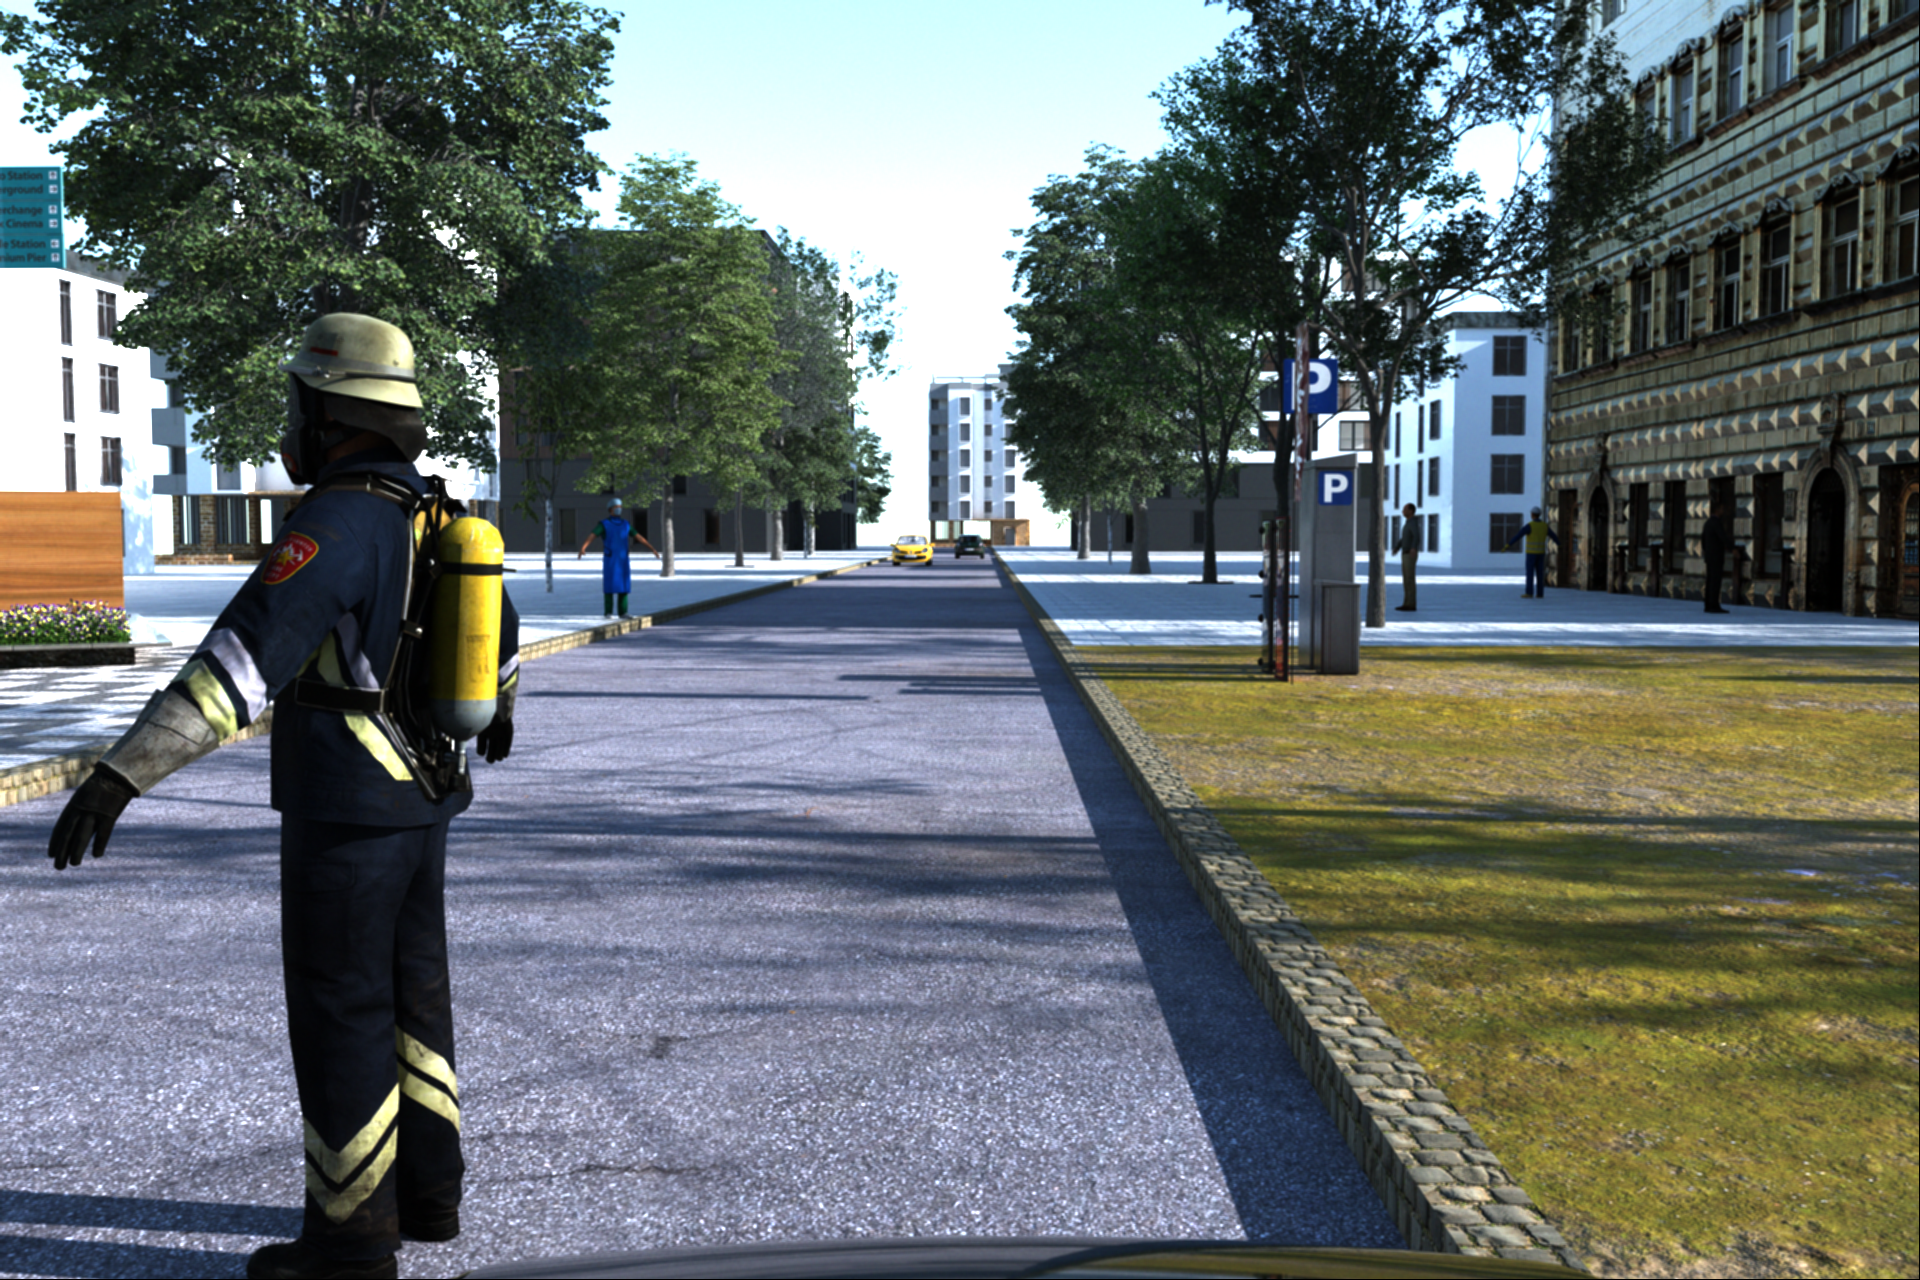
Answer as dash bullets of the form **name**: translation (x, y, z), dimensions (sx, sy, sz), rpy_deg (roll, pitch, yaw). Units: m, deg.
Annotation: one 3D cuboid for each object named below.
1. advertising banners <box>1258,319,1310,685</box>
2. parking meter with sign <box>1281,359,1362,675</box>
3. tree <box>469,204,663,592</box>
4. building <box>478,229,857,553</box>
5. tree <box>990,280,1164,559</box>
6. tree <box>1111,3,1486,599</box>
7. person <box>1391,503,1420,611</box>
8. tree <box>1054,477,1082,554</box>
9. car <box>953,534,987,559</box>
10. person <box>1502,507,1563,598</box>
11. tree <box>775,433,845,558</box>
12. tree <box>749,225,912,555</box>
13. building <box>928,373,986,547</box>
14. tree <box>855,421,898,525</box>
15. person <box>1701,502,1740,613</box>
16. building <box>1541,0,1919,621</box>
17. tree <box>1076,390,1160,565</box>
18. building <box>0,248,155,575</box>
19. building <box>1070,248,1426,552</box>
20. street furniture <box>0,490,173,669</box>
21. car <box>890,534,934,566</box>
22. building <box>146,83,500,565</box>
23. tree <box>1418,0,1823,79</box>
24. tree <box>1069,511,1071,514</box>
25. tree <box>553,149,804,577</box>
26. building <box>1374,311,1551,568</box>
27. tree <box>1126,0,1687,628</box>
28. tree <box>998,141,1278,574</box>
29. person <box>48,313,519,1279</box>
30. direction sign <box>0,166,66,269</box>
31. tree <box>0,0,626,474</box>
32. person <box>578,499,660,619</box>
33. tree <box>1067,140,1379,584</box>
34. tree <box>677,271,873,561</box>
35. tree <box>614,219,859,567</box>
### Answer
- **advertising banners**: translation (2.831, -1.162, 15.185), dimensions (0.090, 3.025, 2.074), rpy_deg (0, 4, 1)
- **parking meter with sign**: translation (3.477, -1.237, 16.487), dimensions (0.543, 3.016, 1.738), rpy_deg (0, 3, 0)
- **tree**: translation (-8.945, -5.372, 38.195), dimensions (4.737, 8.622, 4.395), rpy_deg (0, 3, 0)
- **building**: translation (-23.198, -17.676, 132.982), dimensions (27.936, 21.610, 32.646), rpy_deg (0, 4, 1)
- **tree**: translation (6.354, -11.091, 87.994), dimensions (9.857, 13.997, 8.962), rpy_deg (0, 3, 0)
- **tree**: translation (6.522, -6.652, 34.521), dimensions (9.928, 11.665, 9.643), rpy_deg (0, 3, 0)
- **person**: translation (7.484, -1.388, 28.959), dimensions (0.705, 1.796, 1.348), rpy_deg (0, 4, 1)
- **tree**: translation (7.109, -9.469, 105.184), dimensions (4.737, 8.622, 4.395), rpy_deg (0, 3, 0)
- **car**: translation (0.585, -5.609, 101.501), dimensions (2.009, 1.686, 4.222), rpy_deg (0, 4, 1)
- **person**: translation (11.541, -1.763, 34.800), dimensions (1.349, 1.833, 0.705), rpy_deg (-1, 4, -13)
- **tree**: translation (-7.988, -8.661, 91.974), dimensions (4.737, 8.622, 4.395), rpy_deg (0, 3, 0)
- **tree**: translation (-8.931, -15.257, 105.335), dimensions (12.611, 20.169, 13.585), rpy_deg (0, 3, 0)
- **building**: translation (-3.298, -20.623, 196.062), dimensions (11.380, 20.090, 16.016), rpy_deg (0, 4, -1)
- **tree**: translation (-11.946, -17.491, 192.636), dimensions (9.857, 13.997, 8.962), rpy_deg (0, 3, 0)
- **person**: translation (12.308, -1.342, 28.170), dimensions (0.704, 1.802, 1.346), rpy_deg (0, 4, 2)
- **building**: translation (23.219, -12.313, 32.239), dimensions (19.493, 23.208, 18.063), rpy_deg (0, 4, 1)
- **tree**: translation (6.321, -7.489, 72.800), dimensions (4.360, 8.622, 3.978), rpy_deg (0, 3, 0)
- **building**: translation (-27.258, -6.122, 42.243), dimensions (9.099, 9.664, 28.070), rpy_deg (0, 4, 2)
- **building**: translation (22.806, -18.132, 140.435), dimensions (27.936, 21.610, 32.646), rpy_deg (0, 4, 1)
- **street furniture**: translation (-12.934, -0.647, 17.440), dimensions (9.812, 1.723, 11.010), rpy_deg (-2, 4, -28)
- **car**: translation (-2.149, -4.184, 78.629), dimensions (2.015, 1.641, 3.980), rpy_deg (0, 4, 1)
- **building**: translation (-28.392, -13.315, 74.113), dimensions (16.016, 20.090, 11.380), rpy_deg (0, 4, 1)
- **tree**: translation (4.559, -4.457, 7.278), dimensions (7.601, 10.594, 8.767), rpy_deg (1, 4, 12)
- **tree**: translation (14.292, -14.802, 192.371), dimensions (4.360, 8.622, 3.978), rpy_deg (0, 3, 0)
- **tree**: translation (-8.397, -8.175, 51.794), dimensions (7.486, 12.596, 7.792), rpy_deg (0, 3, 0)
- **building**: translation (23.077, -7.541, 65.441), dimensions (9.099, 9.664, 28.070), rpy_deg (0, 4, 1)
- **tree**: translation (6.002, -5.463, 23.740), dimensions (7.601, 10.594, 8.767), rpy_deg (-3, 5, -40)
- **tree**: translation (5.730, -9.097, 55.390), dimensions (9.857, 13.997, 8.962), rpy_deg (0, 3, 0)
- **person**: translation (-1.189, 0.296, 3.404), dimensions (0.705, 1.856, 1.354), rpy_deg (1, 4, 15)
- **direction sign**: translation (-7.050, -1.415, 11.895), dimensions (2.525, 3.948, 1.411), rpy_deg (0, 4, 2)
- **tree**: translation (-9.628, -7.342, 26.691), dimensions (9.857, 13.997, 8.962), rpy_deg (0, 3, 0)
- **person**: translation (-5.176, -1.223, 26.129), dimensions (1.347, 1.817, 0.704), rpy_deg (-3, 5, -39)
- **tree**: translation (6.613, -7.274, 44.685), dimensions (9.928, 11.665, 9.643), rpy_deg (0, 3, 0)
- **tree**: translation (-8.886, -10.778, 82.883), dimensions (9.857, 13.997, 8.962), rpy_deg (0, 3, 0)
- **tree**: translation (-8.670, -9.582, 67.043), dimensions (12.009, 13.543, 11.850), rpy_deg (0, 3, 0)
